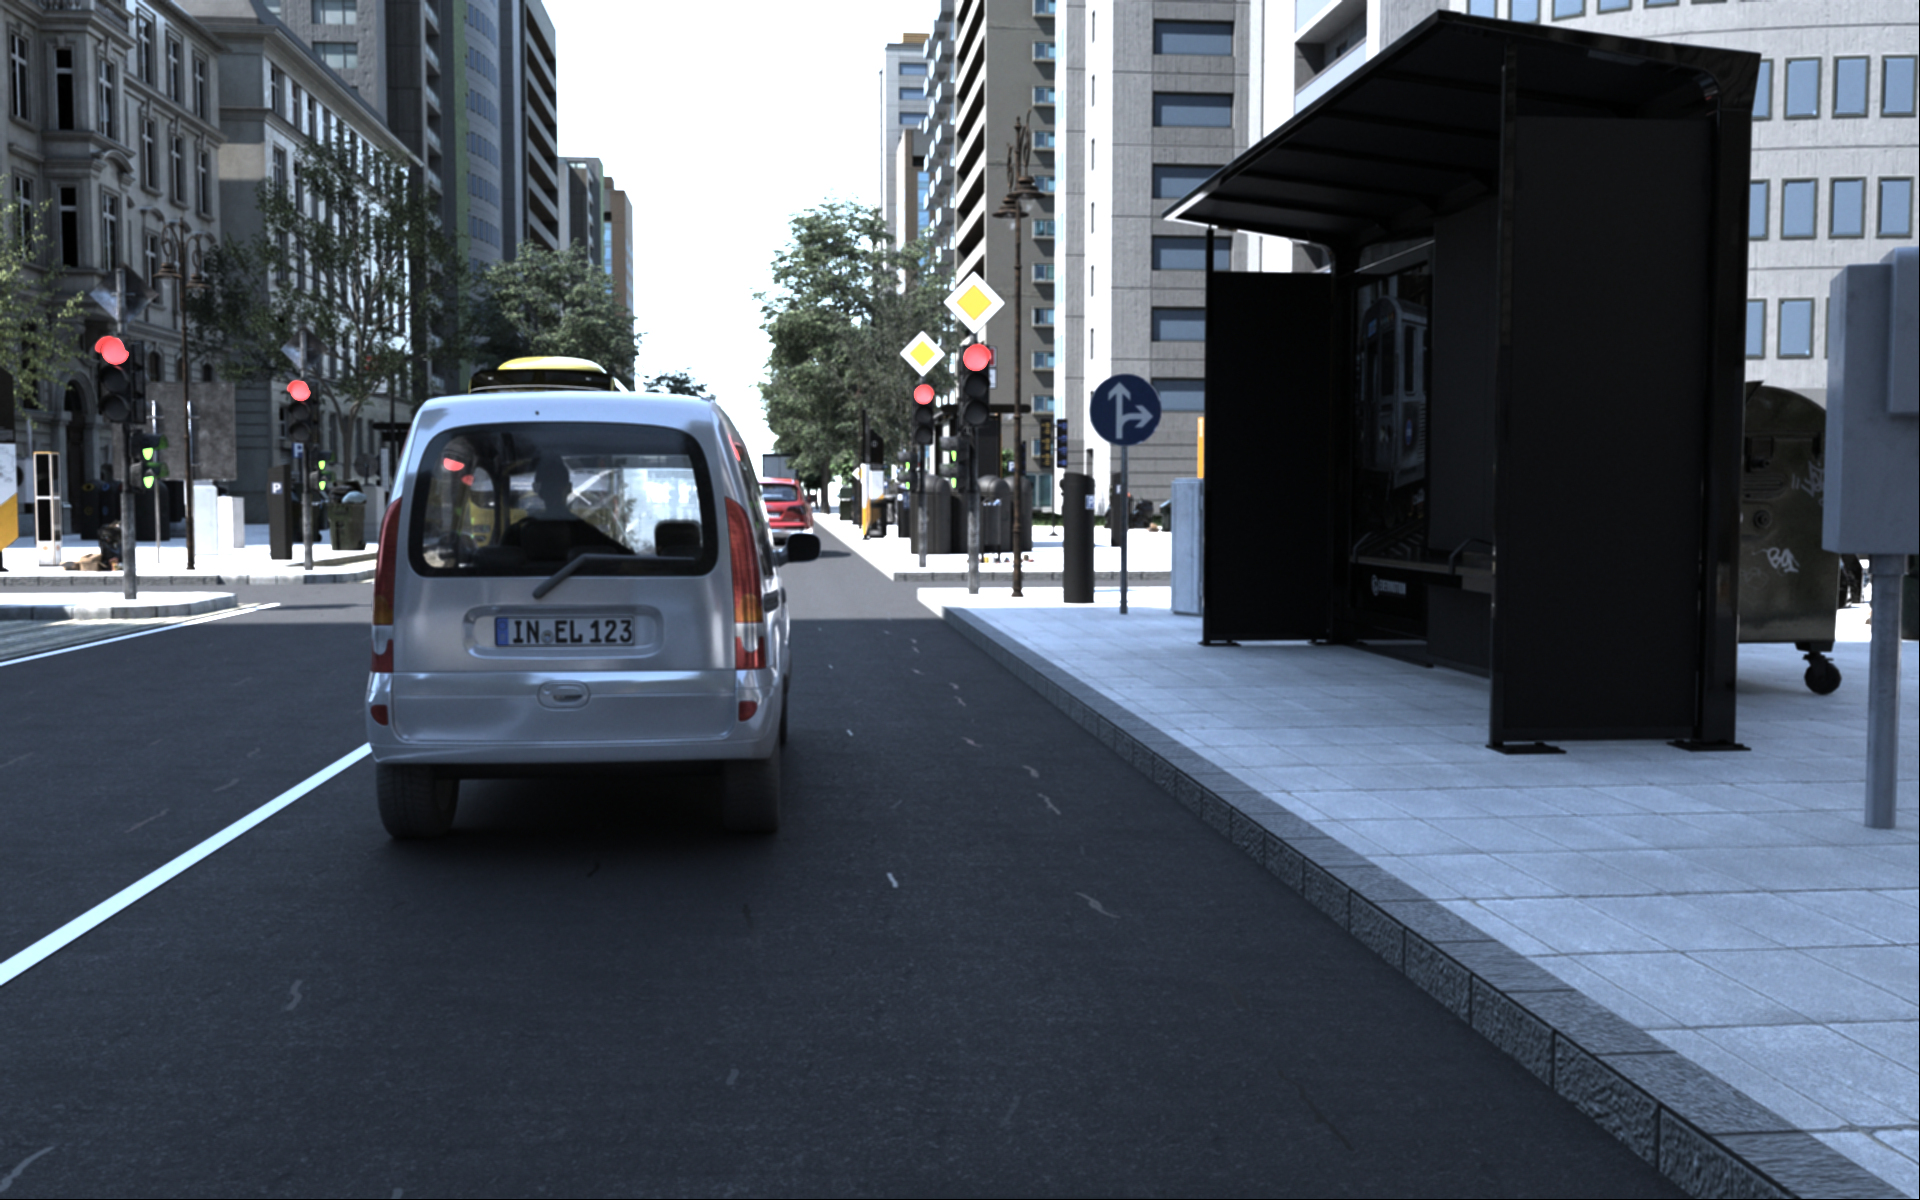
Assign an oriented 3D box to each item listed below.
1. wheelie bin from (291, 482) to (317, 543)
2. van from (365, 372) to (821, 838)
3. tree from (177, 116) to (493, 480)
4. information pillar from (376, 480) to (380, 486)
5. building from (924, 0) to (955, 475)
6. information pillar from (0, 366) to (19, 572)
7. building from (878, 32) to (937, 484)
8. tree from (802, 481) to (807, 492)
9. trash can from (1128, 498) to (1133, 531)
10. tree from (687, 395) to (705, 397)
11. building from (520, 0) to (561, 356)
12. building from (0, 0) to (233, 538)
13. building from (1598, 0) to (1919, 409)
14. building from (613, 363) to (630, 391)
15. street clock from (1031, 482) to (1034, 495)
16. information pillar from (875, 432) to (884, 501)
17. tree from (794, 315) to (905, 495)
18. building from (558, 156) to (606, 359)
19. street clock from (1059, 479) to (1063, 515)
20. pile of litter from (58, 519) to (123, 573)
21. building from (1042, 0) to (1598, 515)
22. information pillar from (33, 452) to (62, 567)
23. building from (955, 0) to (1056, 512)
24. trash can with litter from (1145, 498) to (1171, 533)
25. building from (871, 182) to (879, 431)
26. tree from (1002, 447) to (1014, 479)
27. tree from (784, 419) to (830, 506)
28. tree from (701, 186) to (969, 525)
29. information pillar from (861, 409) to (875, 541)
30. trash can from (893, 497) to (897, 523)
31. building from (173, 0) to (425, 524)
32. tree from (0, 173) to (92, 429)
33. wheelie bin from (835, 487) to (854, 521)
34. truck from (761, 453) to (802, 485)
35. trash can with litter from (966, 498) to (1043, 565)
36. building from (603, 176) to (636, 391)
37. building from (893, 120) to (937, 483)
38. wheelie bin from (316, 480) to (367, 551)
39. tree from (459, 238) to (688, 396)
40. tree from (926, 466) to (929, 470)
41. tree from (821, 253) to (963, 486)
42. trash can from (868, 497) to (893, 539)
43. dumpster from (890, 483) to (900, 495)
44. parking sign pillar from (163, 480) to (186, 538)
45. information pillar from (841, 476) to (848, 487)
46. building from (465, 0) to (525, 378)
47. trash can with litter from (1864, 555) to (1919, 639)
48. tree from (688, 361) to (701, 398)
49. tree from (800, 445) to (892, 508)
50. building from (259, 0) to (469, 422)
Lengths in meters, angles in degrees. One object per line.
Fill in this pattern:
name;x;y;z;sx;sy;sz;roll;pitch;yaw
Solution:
wheelie bin;-17.460;-2.333;46.056;0.693;1.594;0.980;3;4;38
van;-1.698;-0.099;8.638;2.013;2.044;4.112;0;4;-5
tree;-15.746;-6.689;43.781;8.767;10.594;7.601;0;4;-2
information pillar;-29.580;-5.133;88.423;0.304;2.012;0.304;2;4;23
building;8.541;-32.806;155.987;23.786;49.044;30.456;0;4;-6
information pillar;-15.719;-2.260;28.314;0.504;3.616;0.183;-3;5;-42
building;-0.214;-42.035;229.273;21.231;58.520;28.212;0;4;-6
tree;-20.820;-17.341;233.893;4.360;8.622;3.978;0;3;0
trash can;5.577;-2.933;59.608;0.748;1.137;0.748;0;3;0
tree;-30.158;-17.026;195.380;9.611;12.733;9.660;0;3;0
building;-47.619;-32.394;153.343;21.300;48.544;21.600;0;4;-6
building;-33.736;-14.369;54.020;14.460;24.649;34.723;0;4;-6
building;25.022;-31.237;52.724;28.212;58.520;21.231;0;4;-6
building;-57.982;-23.212;224.561;27.650;21.520;28.899;0;4;-6
street clock;4.279;-6.145;105.045;0.358;2.002;0.471;1;4;21
information pillar;-2.964;-4.290;61.492;0.504;3.616;0.183;-1;4;-19
tree;-5.920;-10.554;98.315;9.928;11.665;9.643;0;3;0
building;-49.352;-31.785;203.283;14.154;41.232;14.086;0;4;-6
street clock;4.932;-4.758;82.359;0.358;2.002;0.471;3;4;38
pile of litter;-14.470;-0.920;28.999;1.176;0.858;1.719;-1;4;-14
building;15.389;-33.341;87.117;21.231;58.520;28.212;0;4;-6
information pillar;-16.015;-1.586;30.423;0.304;2.012;0.304;0;4;-2
building;11.292;-30.977;130.168;21.300;48.544;21.600;0;4;-6
trash can with litter;6.734;-2.825;57.577;1.055;1.170;0.624;-1;4;-14
building;-1.765;-38.575;254.409;21.300;48.544;21.600;0;4;-6
tree;2.061;-7.381;104.387;4.285;4.588;4.351;0;3;0
tree;-16.504;-16.361;201.909;7.601;10.594;8.767;-1;4;-16
tree;-4.173;-10.086;71.563;9.857;13.997;8.962;0;3;0
information pillar;-2.592;-3.456;47.855;0.183;3.616;0.504;1;4;14
trash can;-3.065;-3.785;73.546;0.748;1.137;0.748;0;3;0
building;-37.917;-15.492;86.577;16.112;22.955;30.059;0;4;-6
tree;-22.629;-5.507;40.404;4.737;8.622;4.395;0;3;0
wheelie bin;-5.446;-4.560;82.469;0.980;1.594;0.693;0;4;2
truck;-12.836;-8.288;124.414;2.839;4.237;11.283;0;4;-5
trash can with litter;0.903;-1.305;32.387;1.678;1.210;2.233;3;5;39
building;-53.900;-36.502;246.911;14.600;45.320;14.200;0;4;-6
building;-0.223;-34.146;208.395;14.600;45.320;14.200;0;4;-6
wheelie bin;-13.827;-1.907;39.086;0.980;1.594;0.693;1;4;11
tree;-19.794;-10.909;85.015;9.857;13.997;8.962;0;3;0
tree;-0.191;-3.739;55.733;1.663;3.219;1.824;0;3;0
tree;-1.916;-6.224;52.129;4.360;8.622;3.978;0;3;0
trash can;-2.412;-2.356;50.179;0.748;1.137;0.748;0;3;0
dumpster;-3.412;-5.379;93.698;1.264;1.857;1.865;0;4;-6
parking sign pillar;-22.982;-3.837;51.201;1.447;3.967;1.447;1;4;10
information pillar;-6.046;-6.070;90.591;0.504;3.616;0.183;-3;5;-41
building;-45.213;-35.853;128.196;21.231;58.520;28.212;0;4;-6
trash can with litter;8.450;-0.253;15.531;0.624;1.170;1.055;0;4;3
tree;-27.211;-15.820;165.319;9.857;13.997;8.962;0;3;0
tree;-4.944;-6.319;87.033;4.285;4.588;4.351;0;3;0
building;-38.971;-25.966;108.146;14.154;41.232;14.086;0;4;-6
